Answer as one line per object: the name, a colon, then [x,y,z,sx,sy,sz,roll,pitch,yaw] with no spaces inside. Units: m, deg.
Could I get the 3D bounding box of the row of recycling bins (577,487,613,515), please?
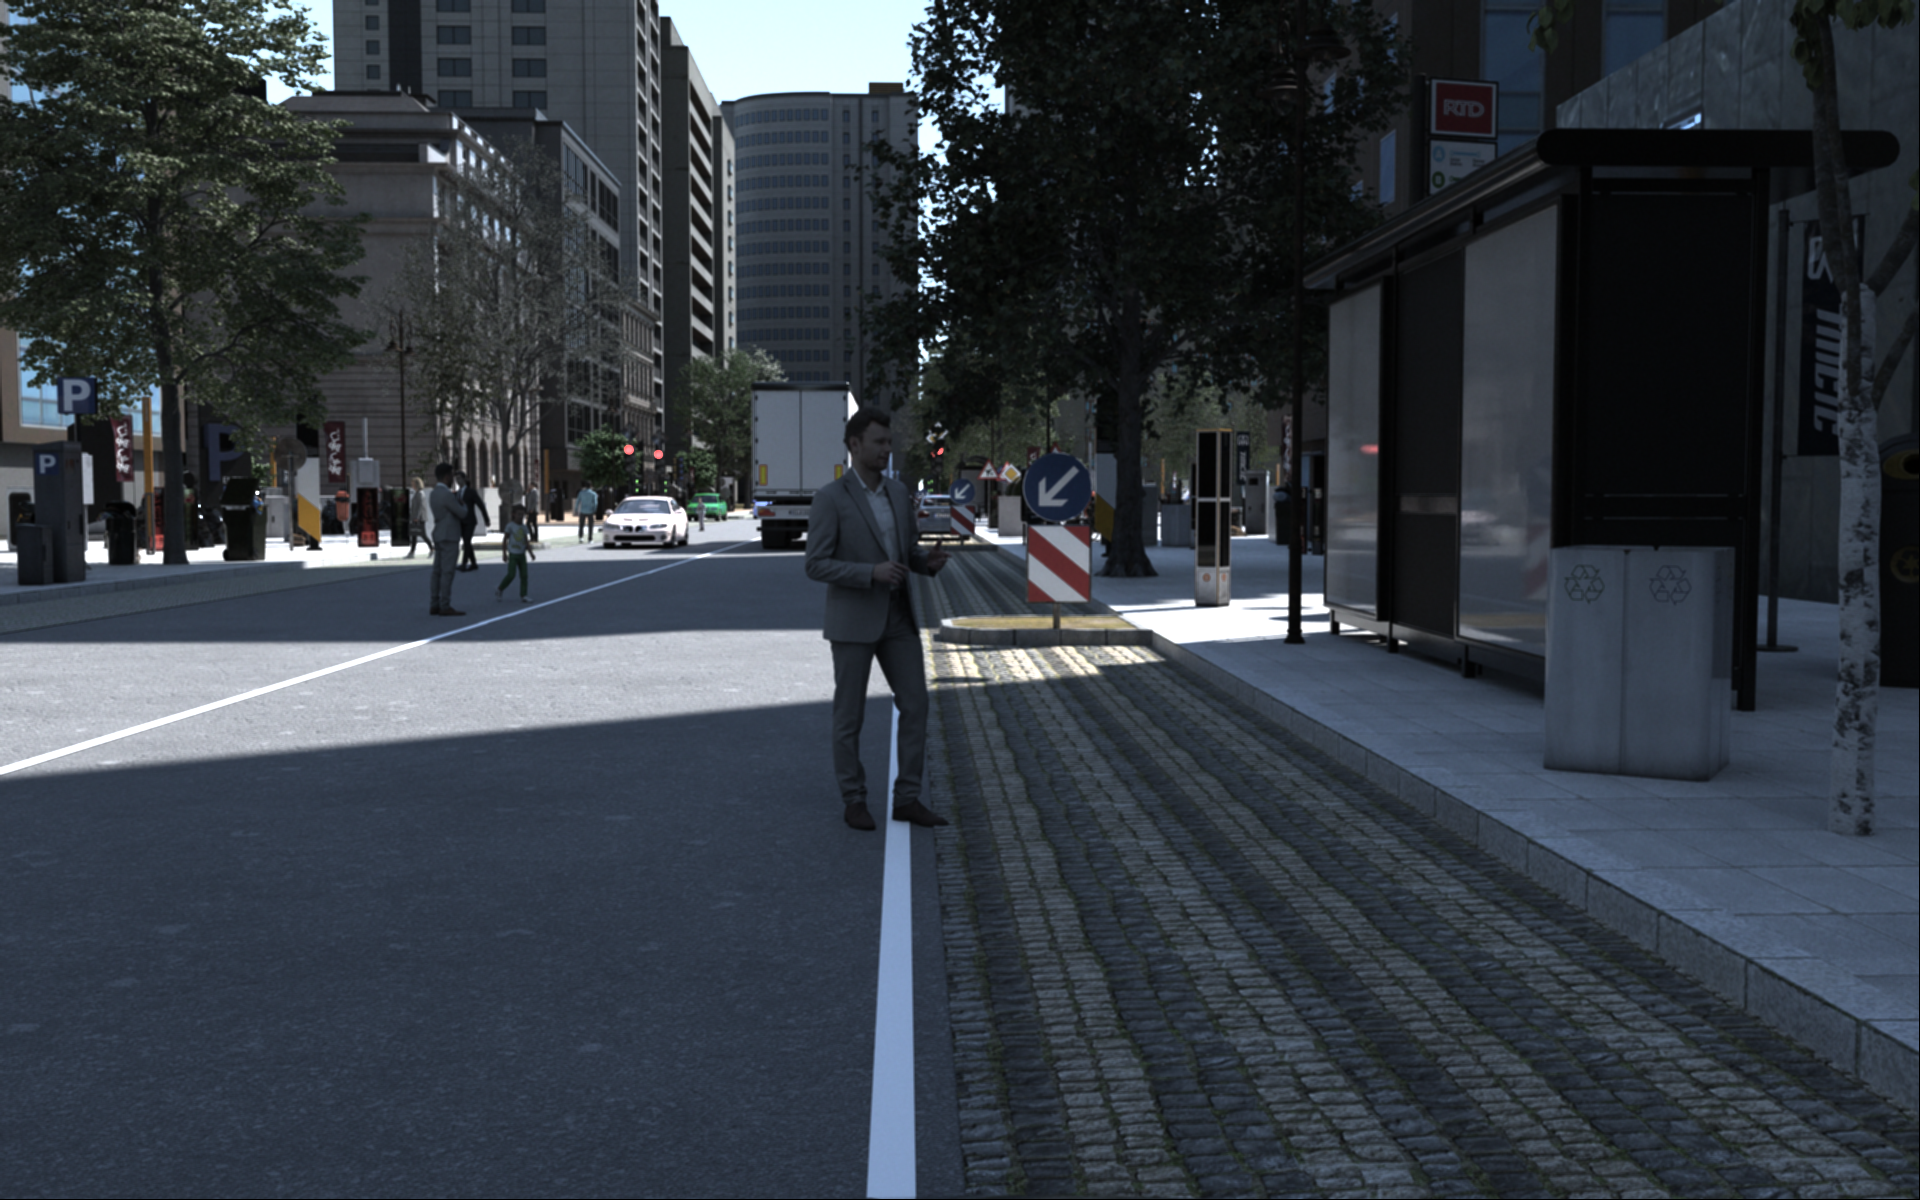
row of recycling bins: [-22.526,-6.109,106.998,1.069,1.692,3.534,-3,5,-45]

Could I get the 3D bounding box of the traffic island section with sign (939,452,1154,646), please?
traffic island section with sign: [0.796,-0.522,17.166,1.989,1.847,2.006,0,4,-2]

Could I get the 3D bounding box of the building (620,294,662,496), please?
building: [-30.470,-16.774,138.880,10.561,19.102,19.286,0,4,-2]

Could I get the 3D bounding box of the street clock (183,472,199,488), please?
street clock: [-25.167,-3.188,56.687,0.471,2.002,0.358,1,4,16]

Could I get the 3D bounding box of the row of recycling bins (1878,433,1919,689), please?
row of recycling bins: [7.135,-0.212,10.579,1.069,1.692,3.534,-2,4,-28]

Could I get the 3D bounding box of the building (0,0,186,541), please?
building: [-33.268,-24.501,50.704,14.200,45.320,14.600,0,4,-2]

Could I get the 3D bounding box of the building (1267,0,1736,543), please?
building: [16.196,-24.038,43.136,14.600,45.320,14.200,0,4,-2]

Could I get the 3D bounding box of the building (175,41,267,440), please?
building: [-44.802,-15.737,86.986,15.834,23.373,12.332,0,4,-2]

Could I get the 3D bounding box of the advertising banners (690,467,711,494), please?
advertising banners: [-16.443,-6.947,109.764,2.074,3.025,0.090,3,4,38]

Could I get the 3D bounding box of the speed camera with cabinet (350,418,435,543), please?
speed camera with cabinet: [-14.890,-3.124,45.415,2.038,3.252,0.660,-2,4,-26]

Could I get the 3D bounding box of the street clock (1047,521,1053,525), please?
street clock: [1.855,-1.868,35.109,0.471,2.002,0.358,1,4,12]

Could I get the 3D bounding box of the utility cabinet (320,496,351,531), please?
utility cabinet: [-21.429,-2.948,59.368,1.020,1.237,0.306,-3,4,-35]

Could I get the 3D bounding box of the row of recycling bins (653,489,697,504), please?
row of recycling bins: [-21.920,-7.747,133.776,3.534,1.692,1.069,-1,4,-20]

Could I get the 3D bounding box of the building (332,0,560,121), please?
building: [-60.239,-46.911,205.238,20.611,71.187,20.563,0,4,-2]

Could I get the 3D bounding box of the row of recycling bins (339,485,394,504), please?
row of recycling bins: [-26.160,-4.235,76.353,1.069,1.692,3.534,1,4,15]

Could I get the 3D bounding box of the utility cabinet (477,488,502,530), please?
utility cabinet: [-16.432,-3.178,60.647,0.318,1.500,1.173,1,4,21]

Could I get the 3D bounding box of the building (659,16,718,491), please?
building: [-37.522,-34.057,180.536,21.300,48.544,21.600,0,4,-2]

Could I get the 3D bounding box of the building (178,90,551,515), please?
building: [-31.040,-15.373,93.154,13.314,21.916,24.055,0,4,-2]

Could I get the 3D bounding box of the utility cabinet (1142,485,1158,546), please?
utility cabinet: [4.295,-2.041,42.049,1.173,1.500,0.318,-3,5,-39]

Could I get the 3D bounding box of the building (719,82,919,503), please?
building: [-20.053,-43.343,250.650,28.212,58.520,21.231,0,4,-2]

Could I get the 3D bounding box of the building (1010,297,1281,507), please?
building: [19.614,-20.263,176.342,27.650,21.520,28.899,0,4,-2]

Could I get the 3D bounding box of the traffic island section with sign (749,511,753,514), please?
traffic island section with sign: [-14.289,-7.194,126.250,1.989,1.847,2.006,0,4,-2]

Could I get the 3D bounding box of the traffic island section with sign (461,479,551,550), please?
traffic island section with sign: [-11.664,-2.210,44.756,1.989,1.847,2.006,0,4,-2]

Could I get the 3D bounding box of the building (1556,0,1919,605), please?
building: [21.558,-42.741,11.492,22.319,86.520,31.000,0,4,-2]

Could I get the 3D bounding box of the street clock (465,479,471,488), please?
street clock: [-23.461,-4.773,82.615,0.358,2.002,0.471,-1,4,-13]

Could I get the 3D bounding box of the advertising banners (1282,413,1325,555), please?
advertising banners: [7.317,-2.495,36.980,0.090,3.025,2.074,-1,4,-15]

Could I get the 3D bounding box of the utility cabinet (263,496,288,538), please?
utility cabinet: [-20.218,-2.404,50.462,1.020,1.237,0.306,-1,4,-21]

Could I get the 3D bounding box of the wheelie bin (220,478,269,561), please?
wheelie bin: [-13.762,-1.553,33.298,0.980,1.594,0.693,1,4,10]

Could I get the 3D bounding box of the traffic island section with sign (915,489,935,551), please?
traffic island section with sign: [-0.073,-2.172,44.144,1.989,1.847,2.006,0,4,-2]

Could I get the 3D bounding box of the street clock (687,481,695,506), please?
street clock: [-15.456,-5.803,99.452,0.358,2.002,0.471,2,4,27]

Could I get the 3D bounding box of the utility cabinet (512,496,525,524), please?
utility cabinet: [-16.385,-3.178,63.121,1.020,1.237,0.306,0,4,8]

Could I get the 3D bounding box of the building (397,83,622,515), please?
building: [-31.717,-19.783,116.955,14.314,27.812,24.014,0,4,-2]

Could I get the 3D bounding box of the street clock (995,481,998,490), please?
street clock: [2.061,-5.210,89.759,0.471,2.002,0.358,-1,4,-14]

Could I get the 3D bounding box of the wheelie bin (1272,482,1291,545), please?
wheelie bin: [8.255,-2.189,43.704,0.693,1.594,0.980,1,4,17]

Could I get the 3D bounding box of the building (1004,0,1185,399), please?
building: [15.649,-40.466,203.617,21.231,58.520,28.212,0,4,-2]

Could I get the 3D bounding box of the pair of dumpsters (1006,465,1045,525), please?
pair of dumpsters: [2.490,-3.508,59.845,1.574,2.255,4.437,0,4,-2]

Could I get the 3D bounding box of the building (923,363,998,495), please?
building: [9.089,-25.149,256.229,28.899,21.520,27.650,0,4,-2]

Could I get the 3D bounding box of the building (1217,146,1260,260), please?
building: [43.232,-35.837,209.644,21.600,48.544,21.300,0,4,-2]

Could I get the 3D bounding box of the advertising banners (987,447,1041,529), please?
advertising banners: [1.990,-4.157,64.147,2.074,3.025,0.090,1,4,18]

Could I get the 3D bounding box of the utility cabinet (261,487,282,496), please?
utility cabinet: [-21.513,-2.775,54.045,0.318,1.500,1.173,0,4,1]

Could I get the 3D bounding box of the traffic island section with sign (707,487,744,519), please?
traffic island section with sign: [-13.420,-5.546,99.308,1.989,1.847,2.006,0,4,-2]

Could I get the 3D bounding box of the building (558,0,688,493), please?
building: [-36.065,-44.049,158.450,20.563,71.187,20.611,0,4,-2]

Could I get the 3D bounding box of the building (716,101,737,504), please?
building: [-38.209,-35.608,205.887,21.600,48.544,21.300,0,4,-2]

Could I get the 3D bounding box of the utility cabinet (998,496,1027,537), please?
utility cabinet: [1.661,-2.509,52.181,1.020,1.237,0.306,0,4,4]

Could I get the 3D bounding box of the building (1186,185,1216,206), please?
building: [31.522,-36.657,249.450,14.200,45.320,14.600,0,4,-2]

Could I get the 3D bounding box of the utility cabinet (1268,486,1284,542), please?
utility cabinet: [8.453,-2.278,45.917,0.318,1.500,1.173,0,4,-1]
